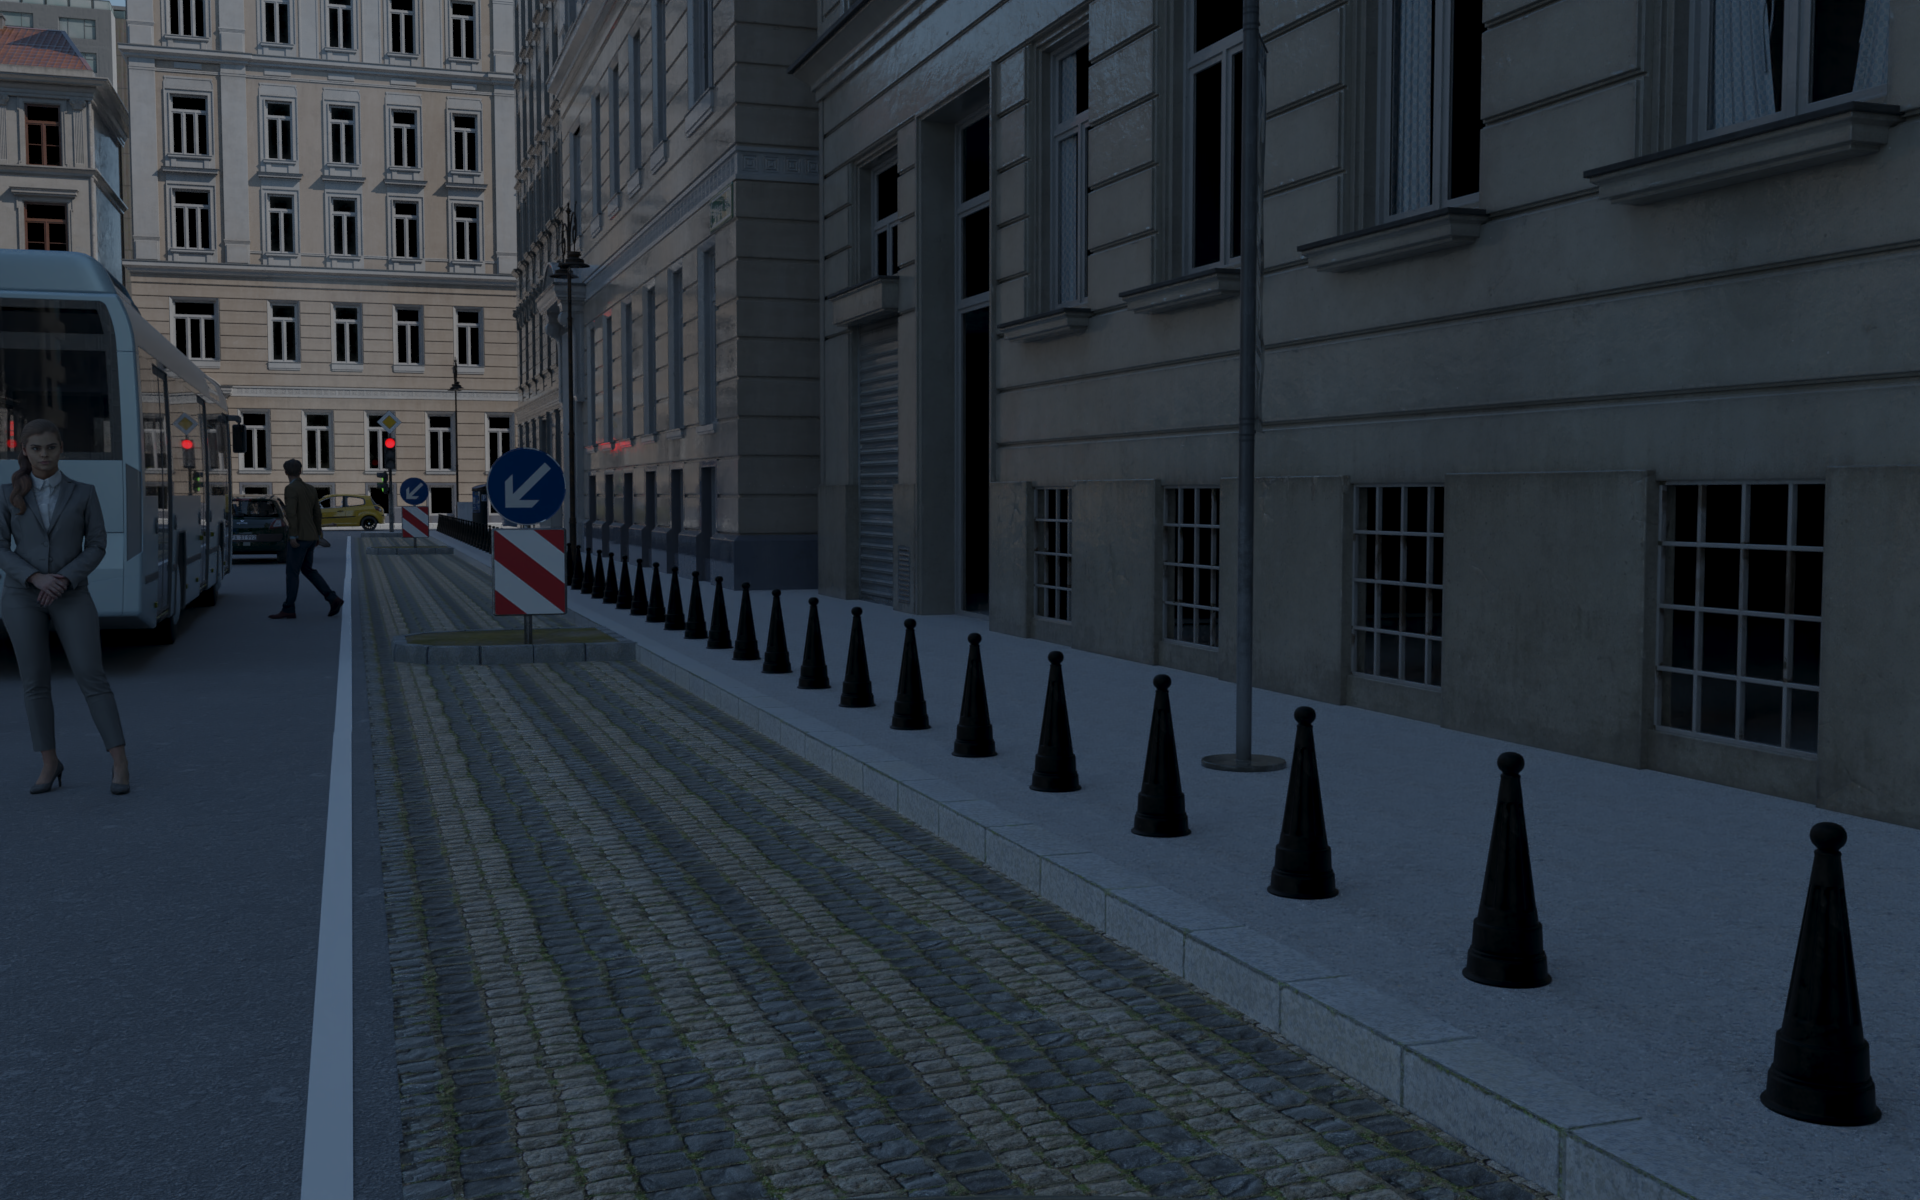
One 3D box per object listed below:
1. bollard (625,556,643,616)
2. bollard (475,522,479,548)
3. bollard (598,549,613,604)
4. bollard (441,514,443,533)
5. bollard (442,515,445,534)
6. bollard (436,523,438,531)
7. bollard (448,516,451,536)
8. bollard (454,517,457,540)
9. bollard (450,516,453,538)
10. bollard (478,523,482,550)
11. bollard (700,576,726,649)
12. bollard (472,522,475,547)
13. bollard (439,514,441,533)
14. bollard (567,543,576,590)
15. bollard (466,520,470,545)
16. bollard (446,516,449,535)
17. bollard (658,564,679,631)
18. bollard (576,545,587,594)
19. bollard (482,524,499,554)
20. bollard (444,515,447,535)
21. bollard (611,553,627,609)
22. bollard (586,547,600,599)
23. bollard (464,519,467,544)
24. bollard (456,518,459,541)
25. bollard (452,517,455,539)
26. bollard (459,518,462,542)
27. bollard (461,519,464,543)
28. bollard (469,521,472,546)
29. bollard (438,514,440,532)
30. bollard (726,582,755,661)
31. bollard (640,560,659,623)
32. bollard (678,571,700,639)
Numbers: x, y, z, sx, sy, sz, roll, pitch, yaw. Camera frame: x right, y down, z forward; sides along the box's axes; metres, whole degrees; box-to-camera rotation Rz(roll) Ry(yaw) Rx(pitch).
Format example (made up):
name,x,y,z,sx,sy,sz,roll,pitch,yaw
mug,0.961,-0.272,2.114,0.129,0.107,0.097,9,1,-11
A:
name,x,y,z,sx,sy,sz,roll,pitch,yaw
bollard,-3.391,-0.141,18.347,0.229,0.601,0.229,0,3,0
bollard,-11.011,-1.465,39.992,0.229,0.601,0.229,0,3,0
bollard,-4.088,-0.261,20.316,0.229,0.601,0.229,0,3,0
bollard,-16.200,-2.367,54.743,0.229,0.601,0.229,0,3,0
bollard,-15.857,-2.307,53.762,0.229,0.601,0.229,0,3,0
bollard,-17.237,-2.547,57.686,0.229,0.601,0.229,0,3,0
bollard,-14.813,-2.127,50.813,0.229,0.601,0.229,0,3,0
bollard,-13.774,-1.946,47.860,0.229,0.601,0.229,0,3,0
bollard,-14.467,-2.066,49.823,0.229,0.601,0.229,0,3,0
bollard,-10.661,-1.405,39.010,0.229,0.601,0.229,0,3,0
bollard,-2.002,0.100,14.402,0.229,0.601,0.229,0,3,0
bollard,-11.355,-1.525,40.971,0.229,0.601,0.229,0,3,0
bollard,-16.543,-2.427,55.730,0.229,0.601,0.229,0,3,0
bollard,-5.123,-0.442,23.263,0.229,0.601,0.229,0,3,0
bollard,-12.044,-1.645,42.930,0.229,0.601,0.229,0,3,0
bollard,-15.160,-2.187,51.791,0.229,0.601,0.229,0,3,0
bollard,-2.691,-0.020,16.363,0.229,0.601,0.229,0,3,0
bollard,-4.774,-0.381,22.275,0.229,0.601,0.229,0,3,0
bollard,-10.318,-1.345,38.030,0.229,0.601,0.229,0,3,0
bollard,-15.507,-2.246,52.769,0.229,0.601,0.229,0,3,0
bollard,-3.738,-0.202,19.339,0.229,0.601,0.229,0,3,0
bollard,-4.430,-0.321,21.296,0.229,0.601,0.229,0,3,0
bollard,-12.390,-1.705,43.923,0.229,0.601,0.229,0,3,0
bollard,-13.432,-1.886,46.877,0.229,0.601,0.229,0,3,0
bollard,-14.124,-2.006,48.843,0.229,0.601,0.229,0,3,0
bollard,-13.083,-1.826,45.898,0.229,0.601,0.229,0,3,0
bollard,-12.739,-1.766,44.913,0.229,0.601,0.229,0,3,0
bollard,-11.697,-1.585,41.951,0.229,0.601,0.229,0,3,0
bollard,-16.891,-2.487,56.708,0.229,0.601,0.229,0,3,0
bollard,-1.657,0.160,13.423,0.229,0.601,0.229,0,3,0
bollard,-3.041,-0.080,17.348,0.229,0.601,0.229,0,3,0
bollard,-2.345,0.040,15.382,0.229,0.601,0.229,0,3,0
